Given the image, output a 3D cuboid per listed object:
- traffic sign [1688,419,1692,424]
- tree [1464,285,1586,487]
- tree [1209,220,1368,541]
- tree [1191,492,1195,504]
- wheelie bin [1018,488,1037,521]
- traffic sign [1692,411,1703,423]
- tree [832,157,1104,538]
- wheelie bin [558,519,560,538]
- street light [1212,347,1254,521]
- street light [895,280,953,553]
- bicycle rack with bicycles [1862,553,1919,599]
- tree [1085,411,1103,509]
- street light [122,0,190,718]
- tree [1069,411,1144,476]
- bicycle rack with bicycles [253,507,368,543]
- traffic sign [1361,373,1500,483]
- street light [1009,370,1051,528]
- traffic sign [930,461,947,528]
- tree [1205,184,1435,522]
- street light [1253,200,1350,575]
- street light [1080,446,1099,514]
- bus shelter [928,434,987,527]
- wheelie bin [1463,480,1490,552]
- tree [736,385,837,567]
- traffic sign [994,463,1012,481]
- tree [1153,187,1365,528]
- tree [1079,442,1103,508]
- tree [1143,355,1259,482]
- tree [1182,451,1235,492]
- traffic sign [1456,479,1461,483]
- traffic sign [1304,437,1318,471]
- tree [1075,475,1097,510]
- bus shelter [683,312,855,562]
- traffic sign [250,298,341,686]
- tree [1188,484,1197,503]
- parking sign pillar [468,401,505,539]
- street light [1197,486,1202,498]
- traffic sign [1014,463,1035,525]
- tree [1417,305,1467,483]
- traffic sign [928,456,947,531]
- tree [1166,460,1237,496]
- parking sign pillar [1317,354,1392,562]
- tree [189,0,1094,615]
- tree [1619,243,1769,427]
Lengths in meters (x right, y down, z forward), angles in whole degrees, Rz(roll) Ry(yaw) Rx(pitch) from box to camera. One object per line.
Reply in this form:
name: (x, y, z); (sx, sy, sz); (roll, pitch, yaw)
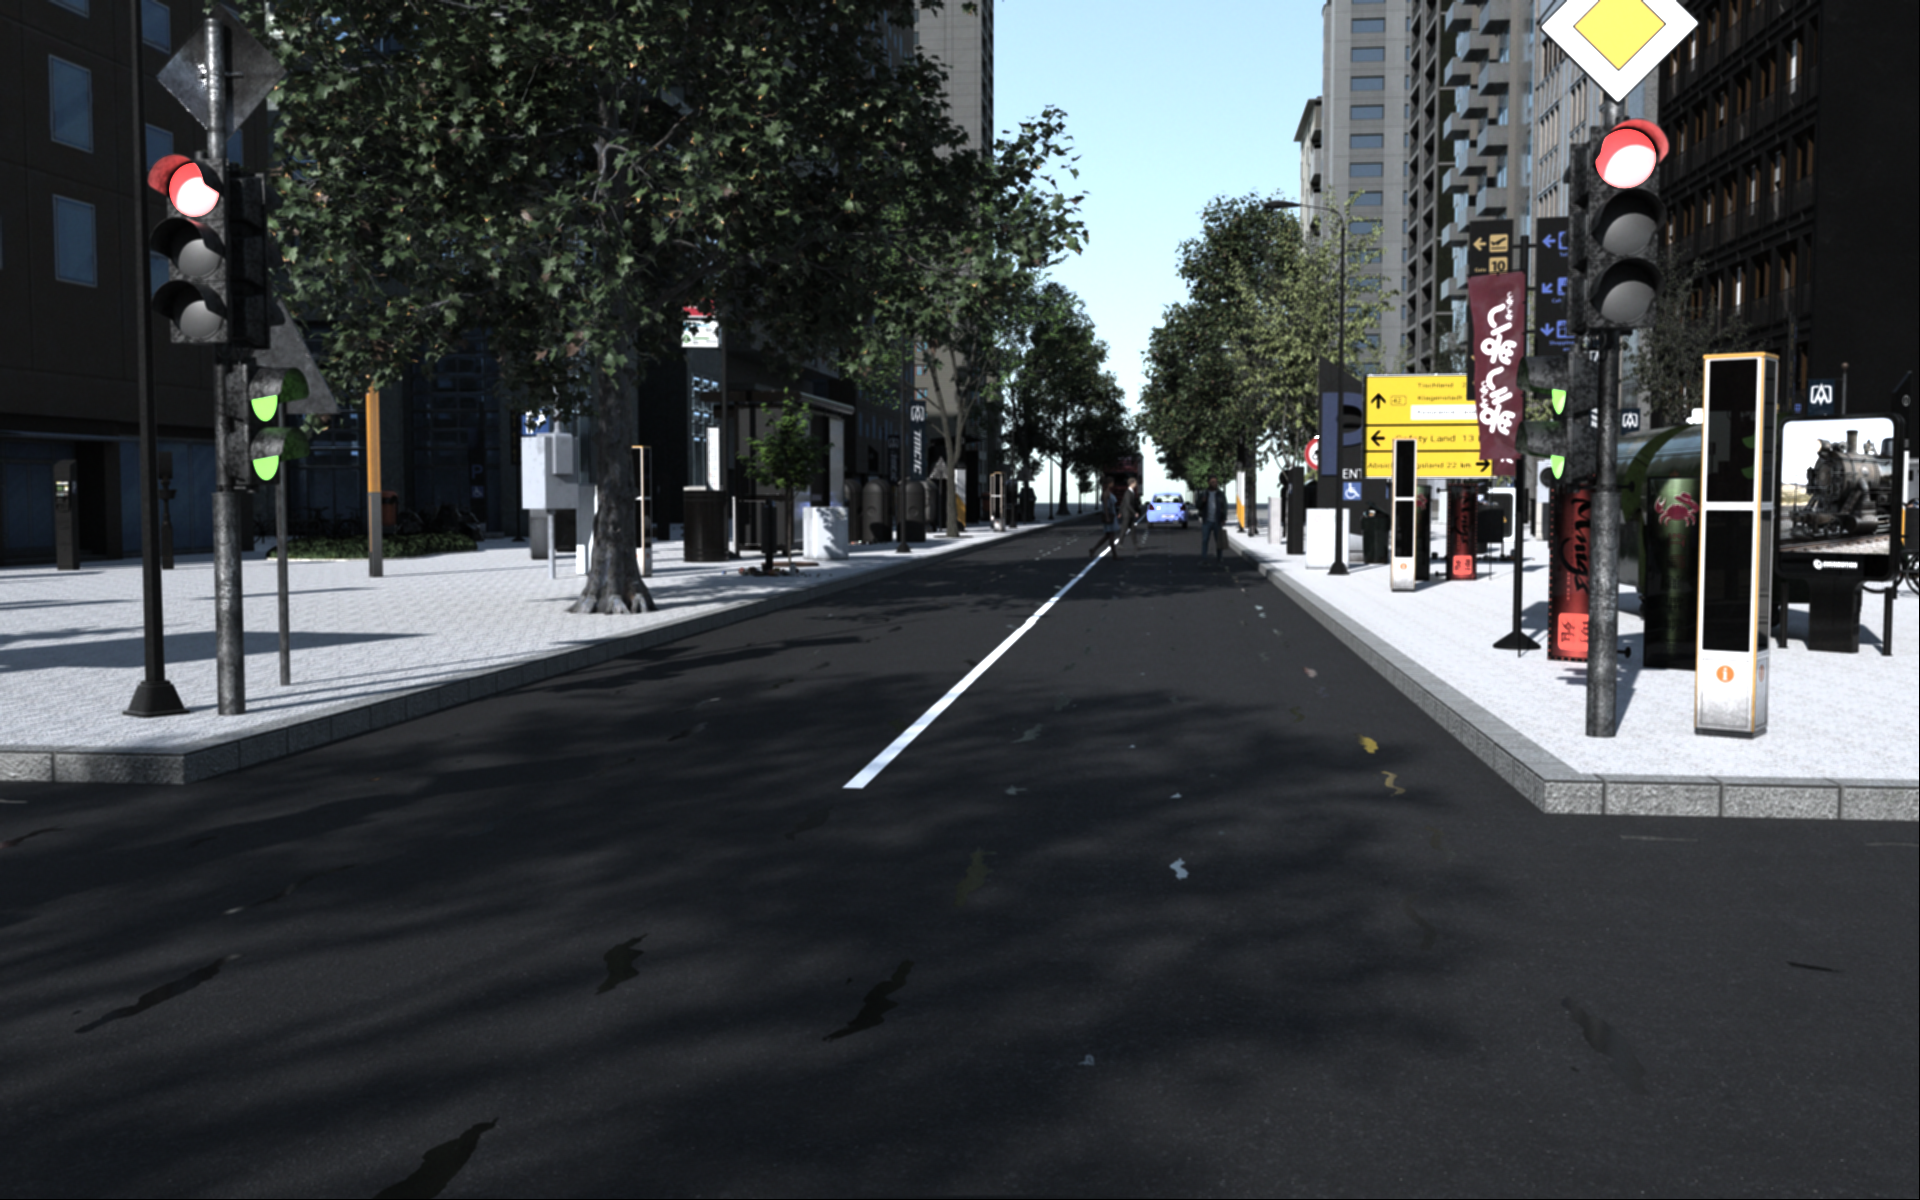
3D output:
traffic sign: (10.030, -1.290, 23.218); (0.606, 2.300, 0.079); (1, 4, 14)
tree: (19.696, -6.657, 59.210); (4.737, 8.622, 4.395); (0, 3, 0)
tree: (9.090, -5.946, 47.584); (4.360, 8.622, 3.978); (0, 3, 0)
tree: (31.396, -18.758, 232.455); (9.928, 11.665, 9.643); (0, 3, 0)
wheelie bin: (3.207, -4.650, 83.938); (0.980, 1.594, 0.693); (-1, 4, -23)
traffic sign: (9.083, -1.141, 20.793); (0.606, 2.300, 0.079); (1, 4, 15)
tree: (-0.199, -7.655, 50.919); (9.928, 11.665, 9.643); (0, 3, 0)
wheelie bin: (-10.878, -2.315, 45.763); (0.980, 1.594, 0.693); (0, 4, 6)
street light: (8.810, -5.040, 54.948); (1.470, 5.913, 1.316); (0, 4, 7)
street light: (-0.696, -3.981, 37.630); (1.470, 5.913, 1.316); (0, 4, 7)
bicycle rack with bicycles: (12.619, -0.492, 21.428); (2.925, 0.926, 2.852); (3, 5, 41)
tree: (12.448, -12.390, 152.940); (4.737, 8.622, 4.395); (0, 3, 0)
street light: (-4.154, -2.282, 9.854); (1.470, 5.913, 1.316); (0, 4, 7)
tree: (14.944, -14.959, 178.996); (8.767, 10.594, 7.601); (1, 4, 13)
bicycle rack with bicycles: (-16.890, -1.957, 45.373); (2.925, 0.926, 2.852); (1, 4, 18)
traffic sign: (7.929, -2.162, 29.227); (2.265, 3.308, 0.079); (1, 4, 12)
street light: (2.529, -5.641, 64.768); (1.470, 5.913, 1.316); (0, 4, 7)
traffic sign: (-0.777, -3.988, 65.303); (0.768, 2.556, 0.104); (1, 4, 14)
tree: (8.249, -5.514, 40.509); (4.737, 8.622, 4.395); (0, 3, 0)
street light: (5.500, -3.362, 27.515); (1.470, 5.913, 1.316); (0, 4, 7)
street light: (8.450, -8.654, 114.030); (1.470, 5.913, 1.316); (0, 4, 7)
bus shelter: (-0.053, -4.889, 71.225); (1.731, 3.624, 6.357); (0, 4, 7)
wheelie bin: (11.382, -1.871, 38.507); (0.693, 1.594, 0.980); (-1, 4, -20)
tree: (-3.075, -2.229, 31.039); (1.663, 3.219, 1.824); (0, 3, 0)
traffic sign: (1.758, -4.351, 71.247); (0.768, 2.556, 0.104); (1, 4, 11)
tree: (10.791, -9.052, 65.010); (9.611, 12.733, 9.660); (0, 3, 0)
tree: (12.899, -12.796, 159.571); (4.360, 8.622, 3.978); (0, 3, 0)
tree: (19.442, -14.152, 138.037); (9.857, 13.997, 8.962); (0, 3, 0)
tree: (16.166, -7.844, 111.967); (4.285, 4.588, 4.351); (0, 3, 0)
traffic sign: (8.700, -1.841, 30.214); (0.768, 2.556, 0.104); (1, 4, 14)
traffic sign: (7.972, -2.330, 38.208); (0.768, 2.556, 0.104); (1, 4, 13)
tree: (9.887, -8.724, 137.238); (1.663, 3.219, 1.824); (0, 3, 0)
bus shelter: (-4.093, -3.610, 36.651); (2.179, 5.291, 8.768); (0, 4, 7)
traffic sign: (-4.519, -0.705, 11.526); (0.884, 2.594, 0.081); (1, 4, 15)
tree: (12.362, -7.808, 78.021); (4.737, 8.622, 4.395); (0, 3, 0)
parking sign pillar: (-13.881, -3.752, 49.823); (1.447, 3.967, 1.447); (-1, 4, -15)
street light: (12.099, -6.738, 82.712); (1.470, 5.913, 1.316); (0, 4, 7)
traffic sign: (2.676, -4.375, 71.543); (0.884, 2.594, 0.081); (1, 4, 8)
tree: (19.978, -7.234, 68.637); (4.360, 8.622, 3.978); (0, 3, 0)
traffic sign: (-0.663, -3.633, 59.409); (0.884, 2.594, 0.081); (1, 4, 12)
tree: (24.203, -15.778, 176.101); (7.486, 12.596, 7.792); (0, 3, 0)
parking sign pillar: (7.523, -2.737, 33.228); (1.447, 3.967, 1.447); (1, 4, 12)
tree: (-3.733, -6.219, 18.691); (9.611, 12.733, 9.660); (0, 3, 0)
tree: (21.000, -6.131, 50.605); (4.360, 8.622, 3.978); (0, 3, 0)
